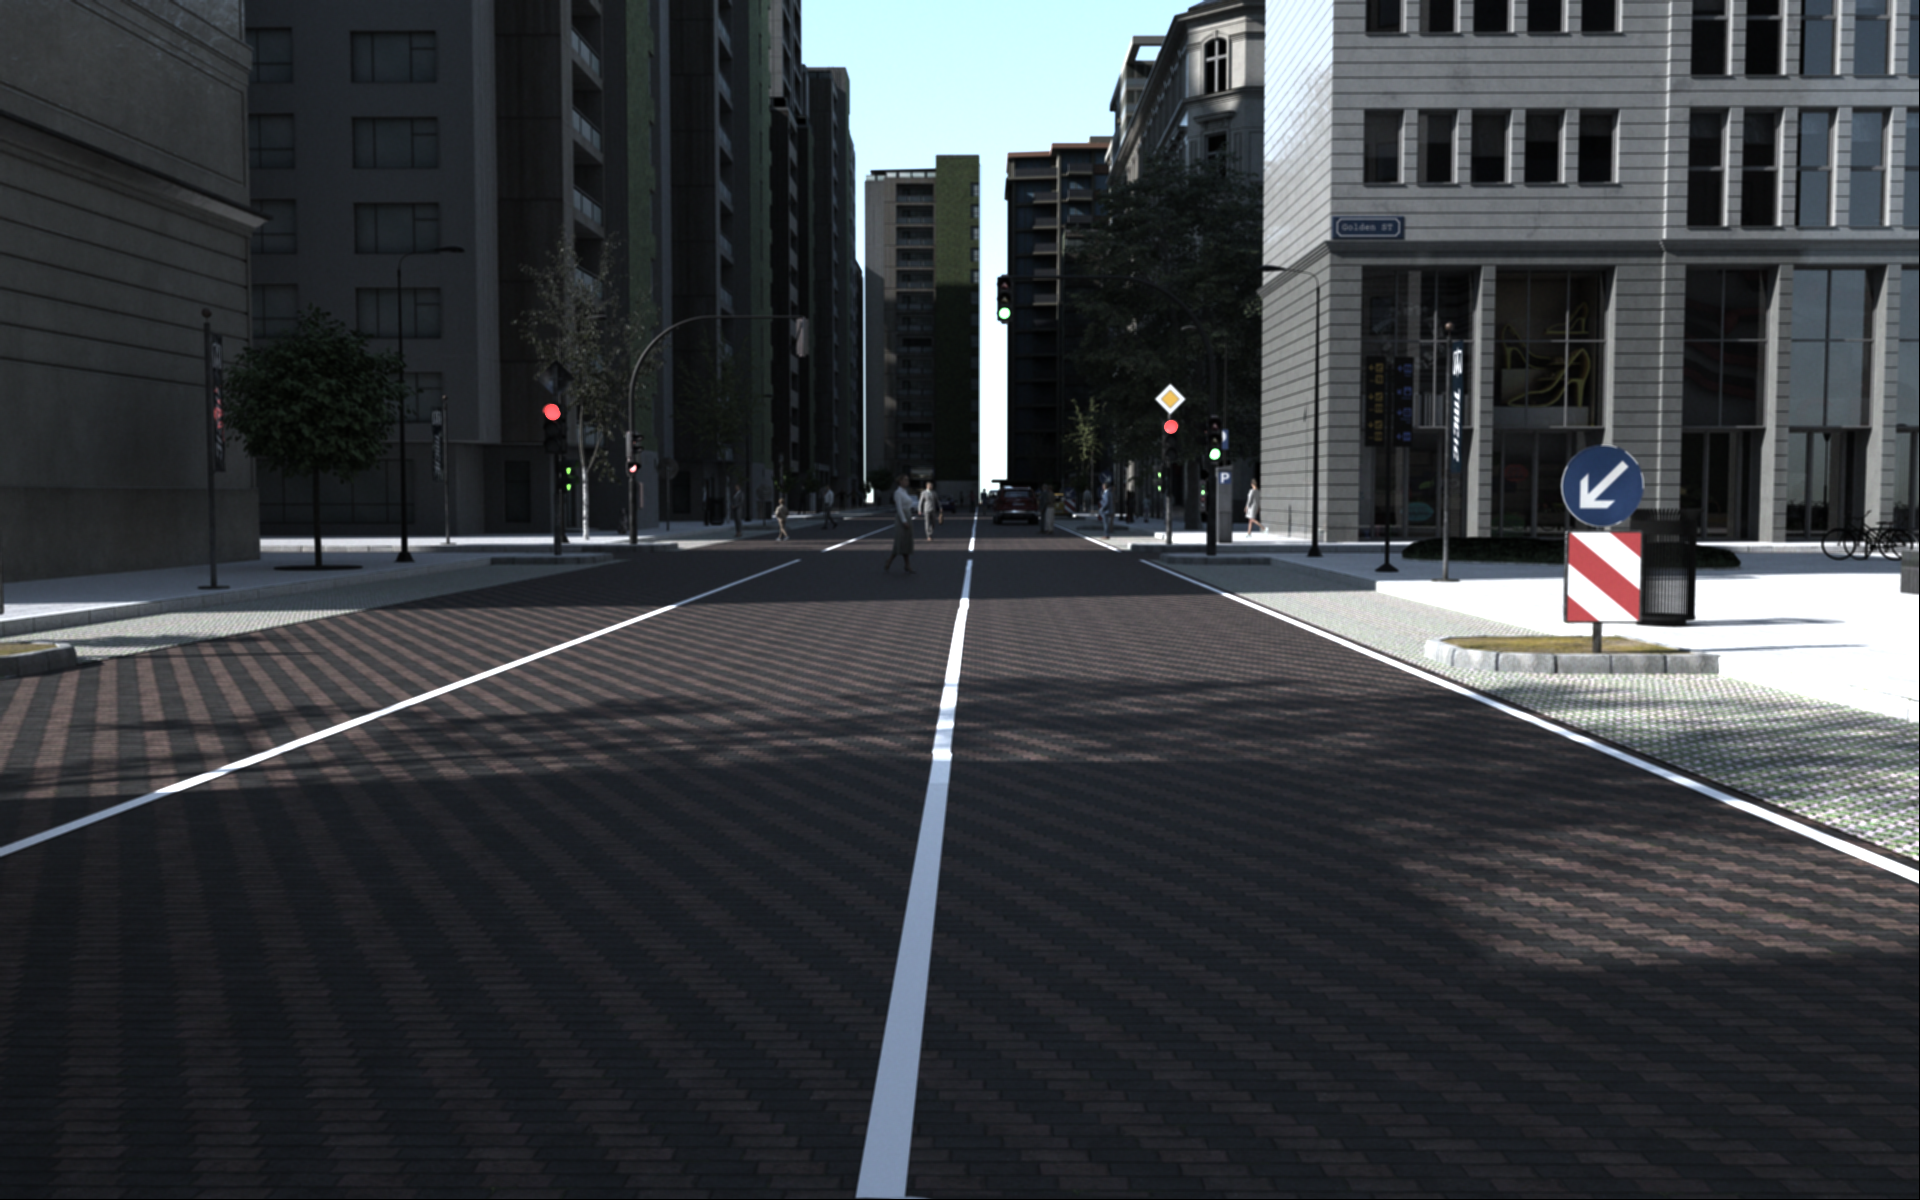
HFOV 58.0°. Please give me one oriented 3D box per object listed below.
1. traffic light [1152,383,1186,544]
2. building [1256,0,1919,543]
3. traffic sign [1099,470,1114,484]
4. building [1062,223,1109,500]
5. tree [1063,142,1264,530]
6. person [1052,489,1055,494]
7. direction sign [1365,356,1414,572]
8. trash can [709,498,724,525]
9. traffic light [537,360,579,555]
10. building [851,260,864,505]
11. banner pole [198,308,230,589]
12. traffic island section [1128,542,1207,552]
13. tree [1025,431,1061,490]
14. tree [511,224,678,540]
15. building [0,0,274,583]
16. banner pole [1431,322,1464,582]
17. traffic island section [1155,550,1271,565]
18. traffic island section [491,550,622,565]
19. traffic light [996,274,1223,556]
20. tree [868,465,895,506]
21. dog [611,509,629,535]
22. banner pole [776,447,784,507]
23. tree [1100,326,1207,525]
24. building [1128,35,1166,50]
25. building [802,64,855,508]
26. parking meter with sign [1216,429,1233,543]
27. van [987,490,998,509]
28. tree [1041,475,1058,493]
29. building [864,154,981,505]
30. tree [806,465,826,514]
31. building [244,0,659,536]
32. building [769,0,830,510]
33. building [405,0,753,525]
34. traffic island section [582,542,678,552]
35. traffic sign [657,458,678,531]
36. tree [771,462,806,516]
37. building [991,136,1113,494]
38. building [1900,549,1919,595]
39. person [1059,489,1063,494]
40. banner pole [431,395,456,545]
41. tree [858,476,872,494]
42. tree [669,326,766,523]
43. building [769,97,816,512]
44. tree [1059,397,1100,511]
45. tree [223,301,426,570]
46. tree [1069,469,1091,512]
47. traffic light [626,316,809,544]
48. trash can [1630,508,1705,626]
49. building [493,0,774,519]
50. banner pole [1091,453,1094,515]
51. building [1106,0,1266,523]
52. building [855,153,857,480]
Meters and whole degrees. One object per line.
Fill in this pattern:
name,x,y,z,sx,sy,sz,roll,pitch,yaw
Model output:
traffic light,5.318,-3.376,44.111,0.839,4.253,0.868,0,4,1
building,24.533,-16.692,50.400,29.804,29.767,11.434,0,4,1
traffic sign,7.852,-5.679,92.951,0.768,2.556,0.104,0,4,4
building,17.880,-25.328,185.819,14.160,30.474,14.107,0,4,1
tree,8.309,-9.494,61.881,9.857,13.997,8.962,0,3,0
person,8.732,-9.489,161.913,1.217,1.743,0.721,3,5,42
direction sign,7.066,-2.236,28.560,0.876,3.537,0.379,-1,4,-18
trash can,-10.045,-3.655,71.417,0.748,1.137,0.748,0,3,0
traffic light,-8.430,-2.895,36.260,0.839,4.253,0.868,0,4,1
building,-19.071,-26.927,211.956,14.107,30.474,14.160,0,4,1
banner pole,-10.160,-2.057,23.643,0.401,3.779,0.863,0,4,-6
traffic island section,5.358,-1.342,44.225,2.009,0.180,2.903,0,4,1
tree,9.118,-15.048,196.402,4.360,8.622,3.978,0,3,0
tree,-10.210,-5.982,48.171,4.360,8.622,3.978,0,3,0
building,-27.958,-11.786,25.989,30.059,22.955,16.112,0,4,1
banner pole,7.141,-2.146,25.107,0.401,3.779,0.863,0,4,-2
traffic island section,5.270,-0.854,36.240,2.009,0.180,2.903,0,4,1
traffic island section,-8.470,-0.863,36.396,2.009,0.180,2.903,0,4,1
traffic light,3.138,-3.752,36.008,4.771,5.953,1.251,0,4,1
tree,-8.875,-12.888,194.439,4.285,4.588,4.351,0,3,0
dog,-10.835,-2.492,55.126,0.513,0.831,0.800,3,4,38
banner pole,-9.568,-6.235,91.953,0.401,3.779,0.863,2,4,29
tree,8.581,-7.446,72.106,4.737,8.622,4.395,0,3,0
building,25.414,-27.546,142.266,32.217,40.220,23.993,0,4,1
building,-17.681,-29.208,161.143,14.154,41.232,14.086,0,4,1
parking meter with sign,6.944,-3.033,45.855,0.543,3.016,1.738,0,4,1
van,3.540,-10.094,172.045,2.013,2.044,4.112,0,4,1
tree,9.208,-11.031,174.960,1.663,3.219,1.824,0,3,0
building,-4.468,-32.284,211.432,14.086,41.232,14.154,0,4,1
tree,-9.841,-7.322,114.314,1.663,3.219,1.824,0,3,0
building,-18.559,-22.897,57.958,14.154,41.232,14.086,0,4,1
building,-21.502,-43.101,142.954,20.563,71.187,20.611,0,4,1
building,-17.482,-24.507,84.278,14.154,41.232,14.086,0,4,1
traffic island section,-8.382,-1.352,44.380,2.009,0.180,2.903,0,4,1
traffic sign,-10.195,-3.687,60.384,0.768,2.556,0.104,0,4,5
tree,-10.539,-6.639,103.142,1.663,3.219,1.824,0,3,0
building,18.353,-34.253,214.654,28.867,44.769,22.147,0,4,1
building,21.745,-28.603,9.665,21.231,58.520,28.212,0,4,1
person,8.692,-8.589,147.203,0.721,1.736,1.217,2,4,26
banner pole,-13.092,-3.285,43.730,0.401,3.779,0.863,1,4,17
tree,-9.646,-11.360,180.339,1.663,3.219,1.824,0,3,0
tree,-10.236,-7.629,75.093,4.737,8.622,4.395,0,3,0
building,-18.252,-21.698,126.456,14.160,30.474,14.107,0,4,1
tree,9.198,-10.851,127.776,4.737,8.622,4.395,0,3,0
tree,-10.954,-2.812,29.686,4.285,4.588,4.351,0,3,0
tree,8.833,-7.864,123.183,1.663,3.219,1.824,0,3,0
traffic light,-6.249,-4.256,44.257,4.771,5.953,1.251,0,4,1
trash can,6.883,-0.325,16.970,0.748,1.137,0.748,0,3,0
building,-19.424,-25.877,106.690,14.154,41.232,14.086,0,4,1
banner pole,7.955,-6.995,104.382,0.401,3.779,0.863,1,4,13
building,18.222,-19.579,96.533,17.030,29.872,44.131,0,4,1
building,-18.341,-30.749,186.333,14.086,41.232,14.154,0,4,1
